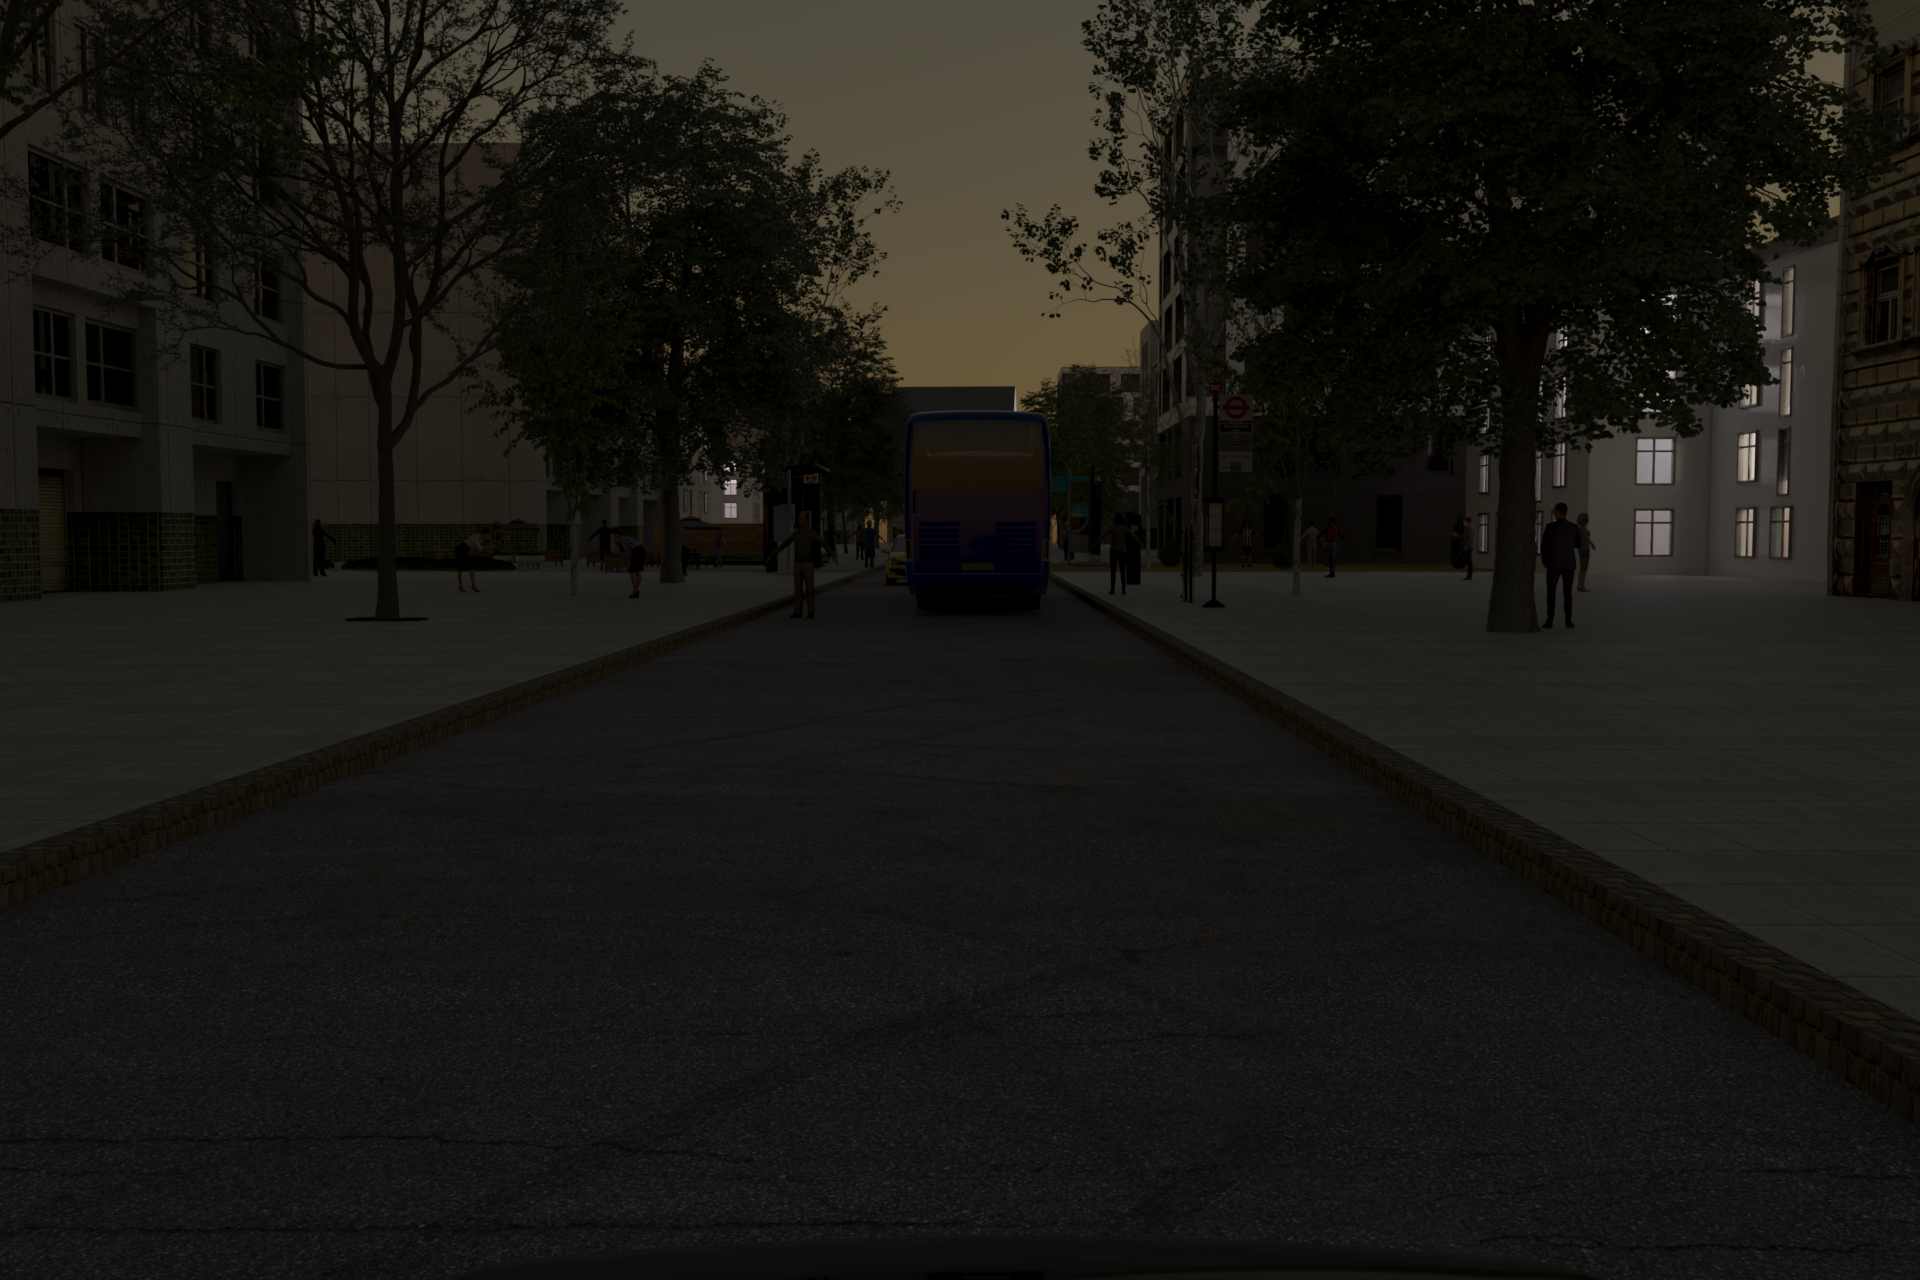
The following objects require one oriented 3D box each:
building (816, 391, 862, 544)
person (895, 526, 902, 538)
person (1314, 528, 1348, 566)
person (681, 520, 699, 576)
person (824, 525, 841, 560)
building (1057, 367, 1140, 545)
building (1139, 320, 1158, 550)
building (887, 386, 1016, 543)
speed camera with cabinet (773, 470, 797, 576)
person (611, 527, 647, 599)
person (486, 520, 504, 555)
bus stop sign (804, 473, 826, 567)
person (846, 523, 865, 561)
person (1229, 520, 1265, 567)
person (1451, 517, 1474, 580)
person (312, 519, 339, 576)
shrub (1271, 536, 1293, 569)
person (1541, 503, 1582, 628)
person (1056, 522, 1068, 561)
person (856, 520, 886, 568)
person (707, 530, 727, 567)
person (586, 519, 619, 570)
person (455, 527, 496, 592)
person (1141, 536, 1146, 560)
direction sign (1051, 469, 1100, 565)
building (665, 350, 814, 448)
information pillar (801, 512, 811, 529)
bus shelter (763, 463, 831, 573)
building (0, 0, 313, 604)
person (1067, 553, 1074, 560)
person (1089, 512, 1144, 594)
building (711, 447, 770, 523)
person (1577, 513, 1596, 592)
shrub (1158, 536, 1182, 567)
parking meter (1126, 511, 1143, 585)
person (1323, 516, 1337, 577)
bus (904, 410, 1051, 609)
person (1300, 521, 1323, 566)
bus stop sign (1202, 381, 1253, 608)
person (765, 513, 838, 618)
[{"bbox_3d":[-22.368,-22.251,230.257,16.747,18.905,31.486,0,4,1],"label":"building"},{"bbox_3d":[-2.363,-3.737,70.013,0.721,1.772,1.216,1,4,19],"label":"person"},{"bbox_3d":[14.767,-3.858,69.014,1.347,1.837,0.705,0,4,6],"label":"person"},{"bbox_3d":[-8.535,-2.839,53.222,1.217,1.737,0.721,-3,5,-44],"label":"person"},{"bbox_3d":[-6.304,-4.734,84.114,1.216,1.740,0.721,-2,4,-28],"label":"person"},{"bbox_3d":[26.574,-23.464,227.606,27.936,21.610,32.646,0,4,1],"label":"building"},{"bbox_3d":[24.012,-16.485,135.993,16.747,18.905,31.486,0,4,0],"label":"building"},{"bbox_3d":[-0.851,-25.848,256.002,18.063,23.208,19.493,0,4,4],"label":"building"},{"bbox_3d":[-5.459,-3.667,54.285,0.660,3.252,2.038,0,4,1],"label":"speed camera with cabinet"},{"bbox_3d":[-6.591,-1.542,34.482,0.697,1.427,0.421,0,4,-7],"label":"person"},{"bbox_3d":[-19.022,-3.995,71.090,0.705,1.858,1.354,-3,5,-43],"label":"person"},{"bbox_3d":[-5.709,-4.852,68.037,0.855,3.939,0.416,0,4,2],"label":"bus stop sign"},{"bbox_3d":[-4.850,-4.759,83.942,1.348,1.813,0.705,-1,4,-13],"label":"person"},{"bbox_3d":[11.095,-3.723,67.013,1.345,1.843,0.704,0,4,2],"label":"person"},{"bbox_3d":[13.953,-2.543,48.154,0.750,1.759,0.617,2,4,29],"label":"person"},{"bbox_3d":[-19.437,-2.803,52.635,1.215,1.729,0.721,1,4,13],"label":"person"},{"bbox_3d":[11.851,-3.191,63.296,1.383,1.207,1.383,0,3,0],"label":"shrub"},{"bbox_3d":[8.205,-1.020,23.646,0.541,1.710,0.530,1,4,15],"label":"person"},{"bbox_3d":[5.034,-4.644,81.784,0.705,1.847,1.347,3,5,45],"label":"person"},{"bbox_3d":[-3.399,-3.624,65.386,1.347,1.817,0.704,2,4,29],"label":"person"},{"bbox_3d":[-9.372,-3.522,66.854,0.991,1.433,0.599,2,4,33],"label":"person"},{"bbox_3d":[-12.738,-3.425,62.134,1.346,1.812,0.704,-1,4,-9],"label":"person"},{"bbox_3d":[-10.685,-1.766,38.112,0.799,1.438,0.628,-2,4,-34],"label":"person"},{"bbox_3d":[8.705,-4.832,84.778,0.705,1.856,1.354,-2,4,-28],"label":"person"},{"bbox_3d":[4.493,-4.994,70.412,2.525,3.948,1.411,0,4,-1],"label":"direction sign"},{"bbox_3d":[-26.317,-22.767,203.175,19.493,23.208,18.063,0,4,0],"label":"building"},{"bbox_3d":[-5.010,-3.183,56.536,0.304,2.012,0.304,0,4,1],"label":"information pillar"},{"bbox_3d":[-5.641,-4.228,60.416,1.731,3.624,6.357,0,4,1],"label":"bus shelter"},{"bbox_3d":[-26.056,-10.072,31.137,16.747,18.905,31.486,0,3,0],"label":"building"},{"bbox_3d":[5.556,-4.936,86.897,0.705,1.806,1.347,-2,4,-24],"label":"person"},{"bbox_3d":[3.364,-1.853,37.063,1.215,1.744,0.721,-1,4,-9],"label":"person"},{"bbox_3d":[-24.243,-14.568,180.341,9.099,9.664,28.070,0,4,1],"label":"building"},{"bbox_3d":[13.936,-1.949,38.471,0.721,1.753,1.214,1,4,8],"label":"person"},{"bbox_3d":[8.178,-3.440,67.356,1.383,1.207,1.383,0,3,0],"label":"shrub"},{"bbox_3d":[4.407,-2.329,43.798,0.399,1.863,0.255,0,4,0],"label":"parking meter"},{"bbox_3d":[10.989,-2.768,51.373,0.704,1.816,1.345,1,4,21],"label":"person"},{"bbox_3d":[0.403,-2.707,35.806,2.896,3.916,12.251,0,4,1],"label":"bus"},{"bbox_3d":[14.326,-3.945,70.689,1.347,1.806,0.705,-2,4,-27],"label":"person"},{"bbox_3d":[4.665,-2.539,30.220,0.855,3.939,0.416,0,4,1],"label":"bus stop sign"},{"bbox_3d":[-2.674,-1.273,29.547,1.348,1.796,0.705,1,4,18],"label":"person"}]
